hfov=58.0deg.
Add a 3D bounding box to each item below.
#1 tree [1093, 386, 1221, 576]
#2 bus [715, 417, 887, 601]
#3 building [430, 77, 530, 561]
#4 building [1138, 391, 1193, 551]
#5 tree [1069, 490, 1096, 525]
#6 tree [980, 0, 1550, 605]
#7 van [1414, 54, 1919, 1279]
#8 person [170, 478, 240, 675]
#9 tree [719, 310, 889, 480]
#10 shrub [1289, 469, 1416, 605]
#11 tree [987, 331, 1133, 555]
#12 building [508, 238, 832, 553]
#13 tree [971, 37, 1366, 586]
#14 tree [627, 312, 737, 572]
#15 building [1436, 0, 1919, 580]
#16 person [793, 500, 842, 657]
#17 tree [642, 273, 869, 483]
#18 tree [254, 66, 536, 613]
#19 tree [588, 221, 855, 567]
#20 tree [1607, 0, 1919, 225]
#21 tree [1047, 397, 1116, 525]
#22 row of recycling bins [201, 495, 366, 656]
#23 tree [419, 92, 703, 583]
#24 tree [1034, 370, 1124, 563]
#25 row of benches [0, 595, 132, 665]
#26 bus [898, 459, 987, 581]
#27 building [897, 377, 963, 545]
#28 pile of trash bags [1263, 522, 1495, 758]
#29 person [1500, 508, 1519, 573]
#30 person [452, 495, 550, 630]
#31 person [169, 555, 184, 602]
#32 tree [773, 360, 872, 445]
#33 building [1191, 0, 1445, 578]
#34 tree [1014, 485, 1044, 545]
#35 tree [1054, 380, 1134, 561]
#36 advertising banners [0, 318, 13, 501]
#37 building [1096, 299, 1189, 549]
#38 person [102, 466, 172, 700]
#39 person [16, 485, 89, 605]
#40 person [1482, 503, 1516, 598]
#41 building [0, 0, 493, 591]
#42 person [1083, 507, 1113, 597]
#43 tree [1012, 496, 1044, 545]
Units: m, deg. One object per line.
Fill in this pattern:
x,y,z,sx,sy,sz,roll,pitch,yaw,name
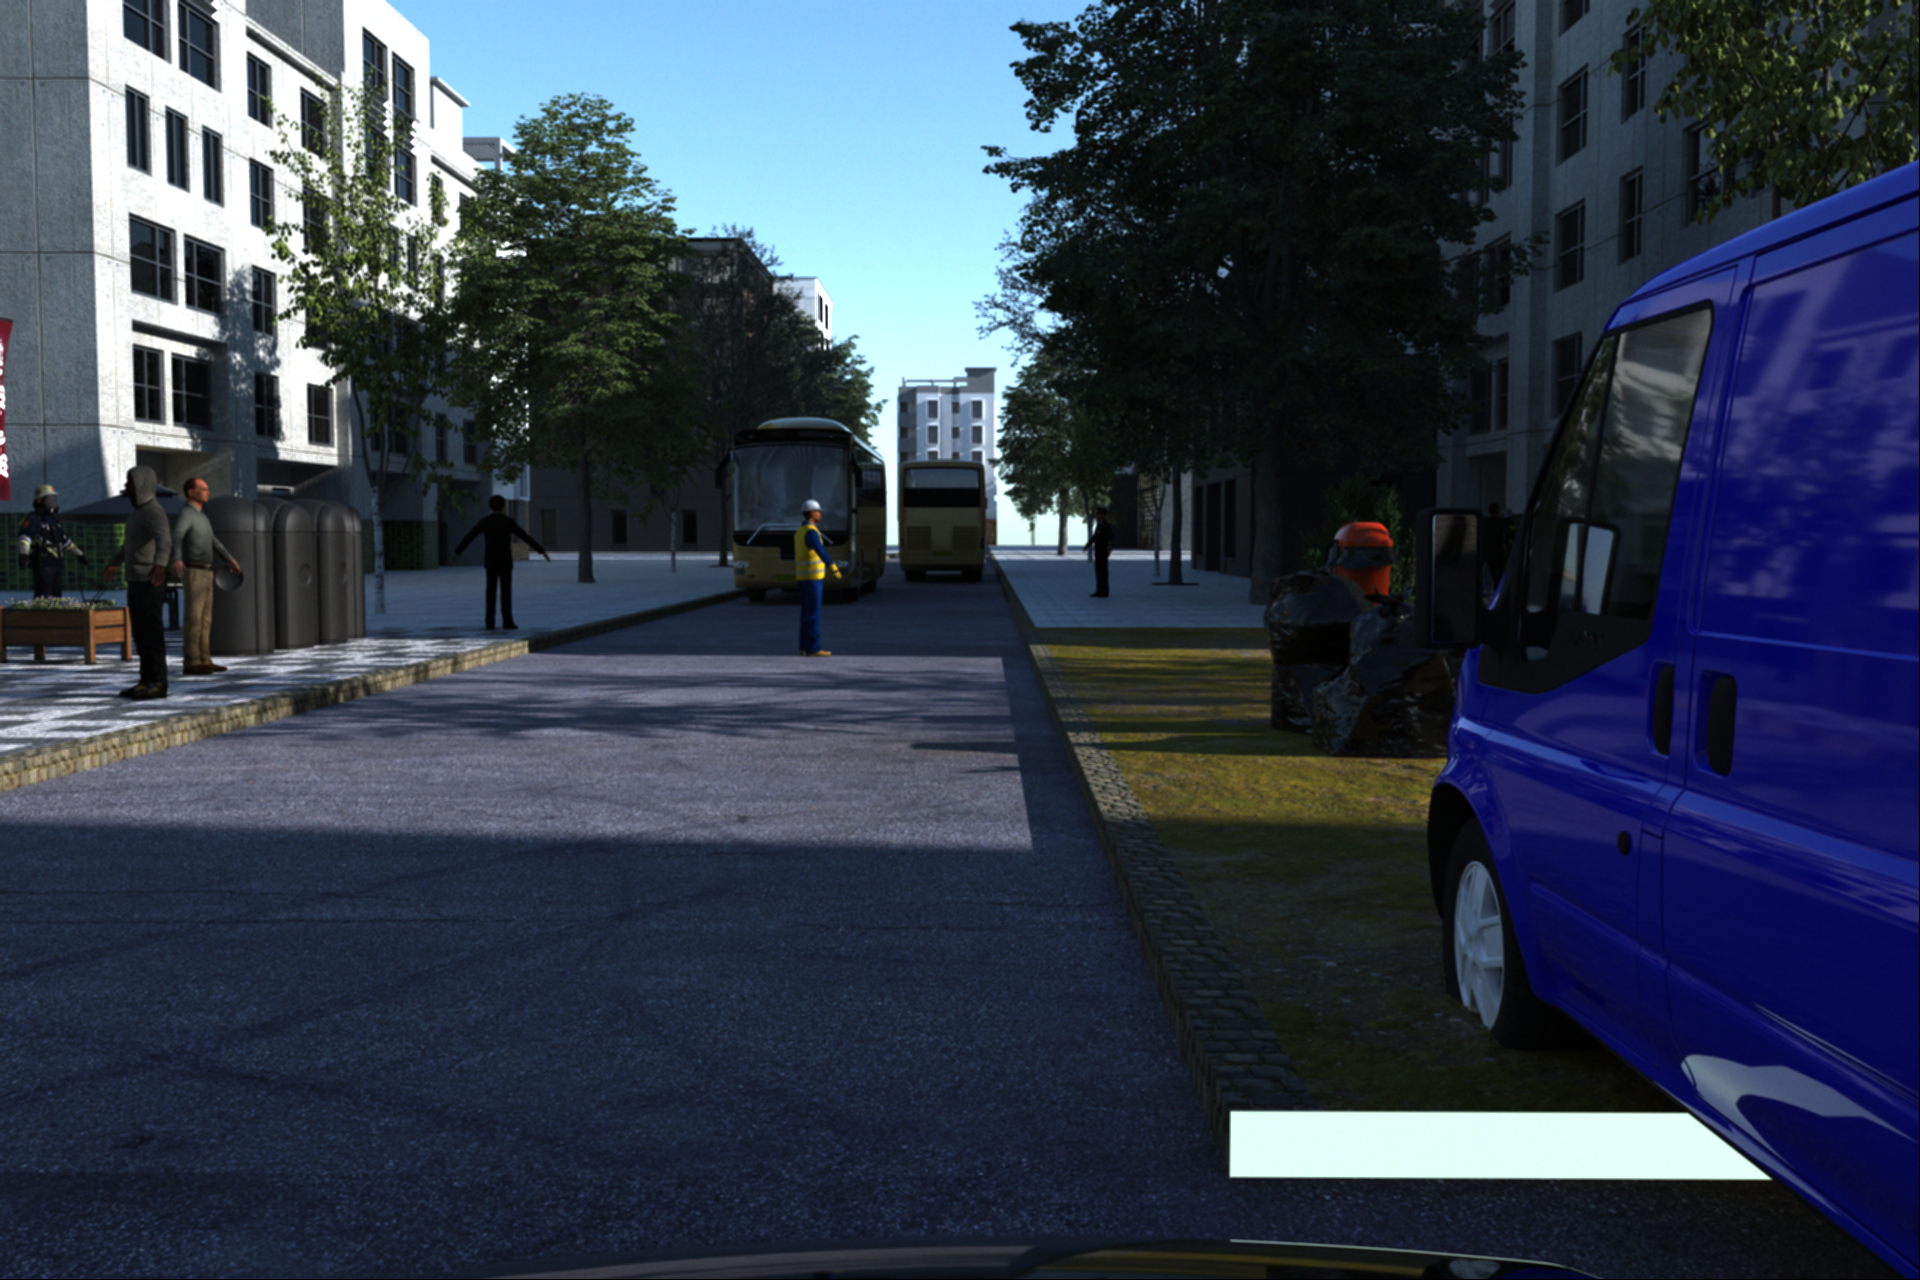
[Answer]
5.976,-6.236,52.317,4.360,8.622,3.978,0,3,0,tree
-3.302,-2.976,40.208,2.896,3.916,12.252,0,4,1,bus
-26.611,-13.258,73.186,16.016,20.090,11.380,0,4,1,building
24.433,-18.817,138.583,19.493,23.208,18.063,0,4,1,building
16.980,-17.630,194.905,9.857,13.997,8.962,0,3,0,tree
5.542,-7.632,31.439,9.857,13.997,8.962,0,3,0,tree
2.256,0.099,2.771,2.240,2.365,5.245,0,4,0,van
-6.986,-0.590,15.924,0.705,1.796,1.348,0,4,-2,person
-8.701,-11.545,95.412,9.857,13.997,8.962,0,3,0,tree
4.552,-0.935,19.713,1.690,2.028,1.600,0,3,0,shrub
6.138,-12.087,104.285,9.857,13.997,8.962,0,3,0,tree
-25.362,-17.865,136.067,27.936,21.610,32.646,0,4,1,building
5.473,-8.118,43.103,12.009,13.543,11.850,0,3,0,tree
-9.632,-6.600,58.269,4.737,8.622,4.395,0,3,0,tree
21.659,-10.198,33.192,16.747,18.905,31.486,0,4,1,building
-1.723,-0.730,20.360,0.705,1.833,1.349,-2,4,-24,person
-9.364,-10.430,80.894,12.009,13.543,11.850,0,3,0,tree
-9.262,-4.732,27.738,4.737,8.622,4.395,0,3,0,tree
-9.122,-9.606,67.432,12.009,13.543,11.850,0,3,0,tree
6.265,-3.784,12.237,4.737,8.622,4.395,0,3,0,tree
6.892,-8.586,90.741,4.360,8.622,3.978,0,3,0,tree
-7.735,-0.782,19.902,1.069,1.692,3.534,0,4,1,row of recycling bins
-10.246,-7.777,45.279,7.486,12.596,7.792,0,3,0,tree
5.599,-7.720,76.582,4.737,8.622,4.395,0,3,0,tree
-10.467,-0.129,17.576,4.104,0.672,1.422,1,4,10,row of benches
-0.496,-3.945,56.042,2.896,3.916,12.252,0,4,0,bus
-6.912,-20.966,201.668,11.380,20.090,16.016,1,4,10,building
2.973,-0.110,11.556,1.912,1.369,3.447,0,4,0,pile of trash bags
12.004,-1.979,38.118,1.354,1.858,0.705,-1,4,-14,person
-6.188,-1.044,23.262,1.347,1.806,0.705,0,4,4,person
-14.532,-1.436,32.740,0.991,1.433,0.599,0,4,4,person
-8.783,-11.529,106.628,7.486,12.596,7.792,0,3,0,tree
22.479,-13.546,65.448,27.936,21.610,32.646,0,4,1,building
8.133,-15.026,196.044,4.737,8.622,4.395,0,3,0,tree
6.356,-8.086,82.563,4.737,8.622,4.395,0,3,0,tree
-7.750,-1.042,13.218,0.090,3.025,2.074,0,4,0,advertising banners
26.787,-19.635,165.004,27.936,21.610,32.646,0,4,0,building
-6.396,-0.453,13.537,0.705,1.813,1.348,-3,5,-41,person
-10.728,-0.894,20.391,0.705,1.856,1.354,0,4,2,person
8.973,-1.399,29.094,0.704,1.802,1.346,-3,5,-42,person
-27.405,-11.473,54.038,16.747,18.905,31.486,0,4,1,building
2.852,-1.790,35.206,0.705,1.837,1.347,-1,4,-19,person
8.584,-15.320,200.838,4.360,8.622,3.978,0,3,0,tree
